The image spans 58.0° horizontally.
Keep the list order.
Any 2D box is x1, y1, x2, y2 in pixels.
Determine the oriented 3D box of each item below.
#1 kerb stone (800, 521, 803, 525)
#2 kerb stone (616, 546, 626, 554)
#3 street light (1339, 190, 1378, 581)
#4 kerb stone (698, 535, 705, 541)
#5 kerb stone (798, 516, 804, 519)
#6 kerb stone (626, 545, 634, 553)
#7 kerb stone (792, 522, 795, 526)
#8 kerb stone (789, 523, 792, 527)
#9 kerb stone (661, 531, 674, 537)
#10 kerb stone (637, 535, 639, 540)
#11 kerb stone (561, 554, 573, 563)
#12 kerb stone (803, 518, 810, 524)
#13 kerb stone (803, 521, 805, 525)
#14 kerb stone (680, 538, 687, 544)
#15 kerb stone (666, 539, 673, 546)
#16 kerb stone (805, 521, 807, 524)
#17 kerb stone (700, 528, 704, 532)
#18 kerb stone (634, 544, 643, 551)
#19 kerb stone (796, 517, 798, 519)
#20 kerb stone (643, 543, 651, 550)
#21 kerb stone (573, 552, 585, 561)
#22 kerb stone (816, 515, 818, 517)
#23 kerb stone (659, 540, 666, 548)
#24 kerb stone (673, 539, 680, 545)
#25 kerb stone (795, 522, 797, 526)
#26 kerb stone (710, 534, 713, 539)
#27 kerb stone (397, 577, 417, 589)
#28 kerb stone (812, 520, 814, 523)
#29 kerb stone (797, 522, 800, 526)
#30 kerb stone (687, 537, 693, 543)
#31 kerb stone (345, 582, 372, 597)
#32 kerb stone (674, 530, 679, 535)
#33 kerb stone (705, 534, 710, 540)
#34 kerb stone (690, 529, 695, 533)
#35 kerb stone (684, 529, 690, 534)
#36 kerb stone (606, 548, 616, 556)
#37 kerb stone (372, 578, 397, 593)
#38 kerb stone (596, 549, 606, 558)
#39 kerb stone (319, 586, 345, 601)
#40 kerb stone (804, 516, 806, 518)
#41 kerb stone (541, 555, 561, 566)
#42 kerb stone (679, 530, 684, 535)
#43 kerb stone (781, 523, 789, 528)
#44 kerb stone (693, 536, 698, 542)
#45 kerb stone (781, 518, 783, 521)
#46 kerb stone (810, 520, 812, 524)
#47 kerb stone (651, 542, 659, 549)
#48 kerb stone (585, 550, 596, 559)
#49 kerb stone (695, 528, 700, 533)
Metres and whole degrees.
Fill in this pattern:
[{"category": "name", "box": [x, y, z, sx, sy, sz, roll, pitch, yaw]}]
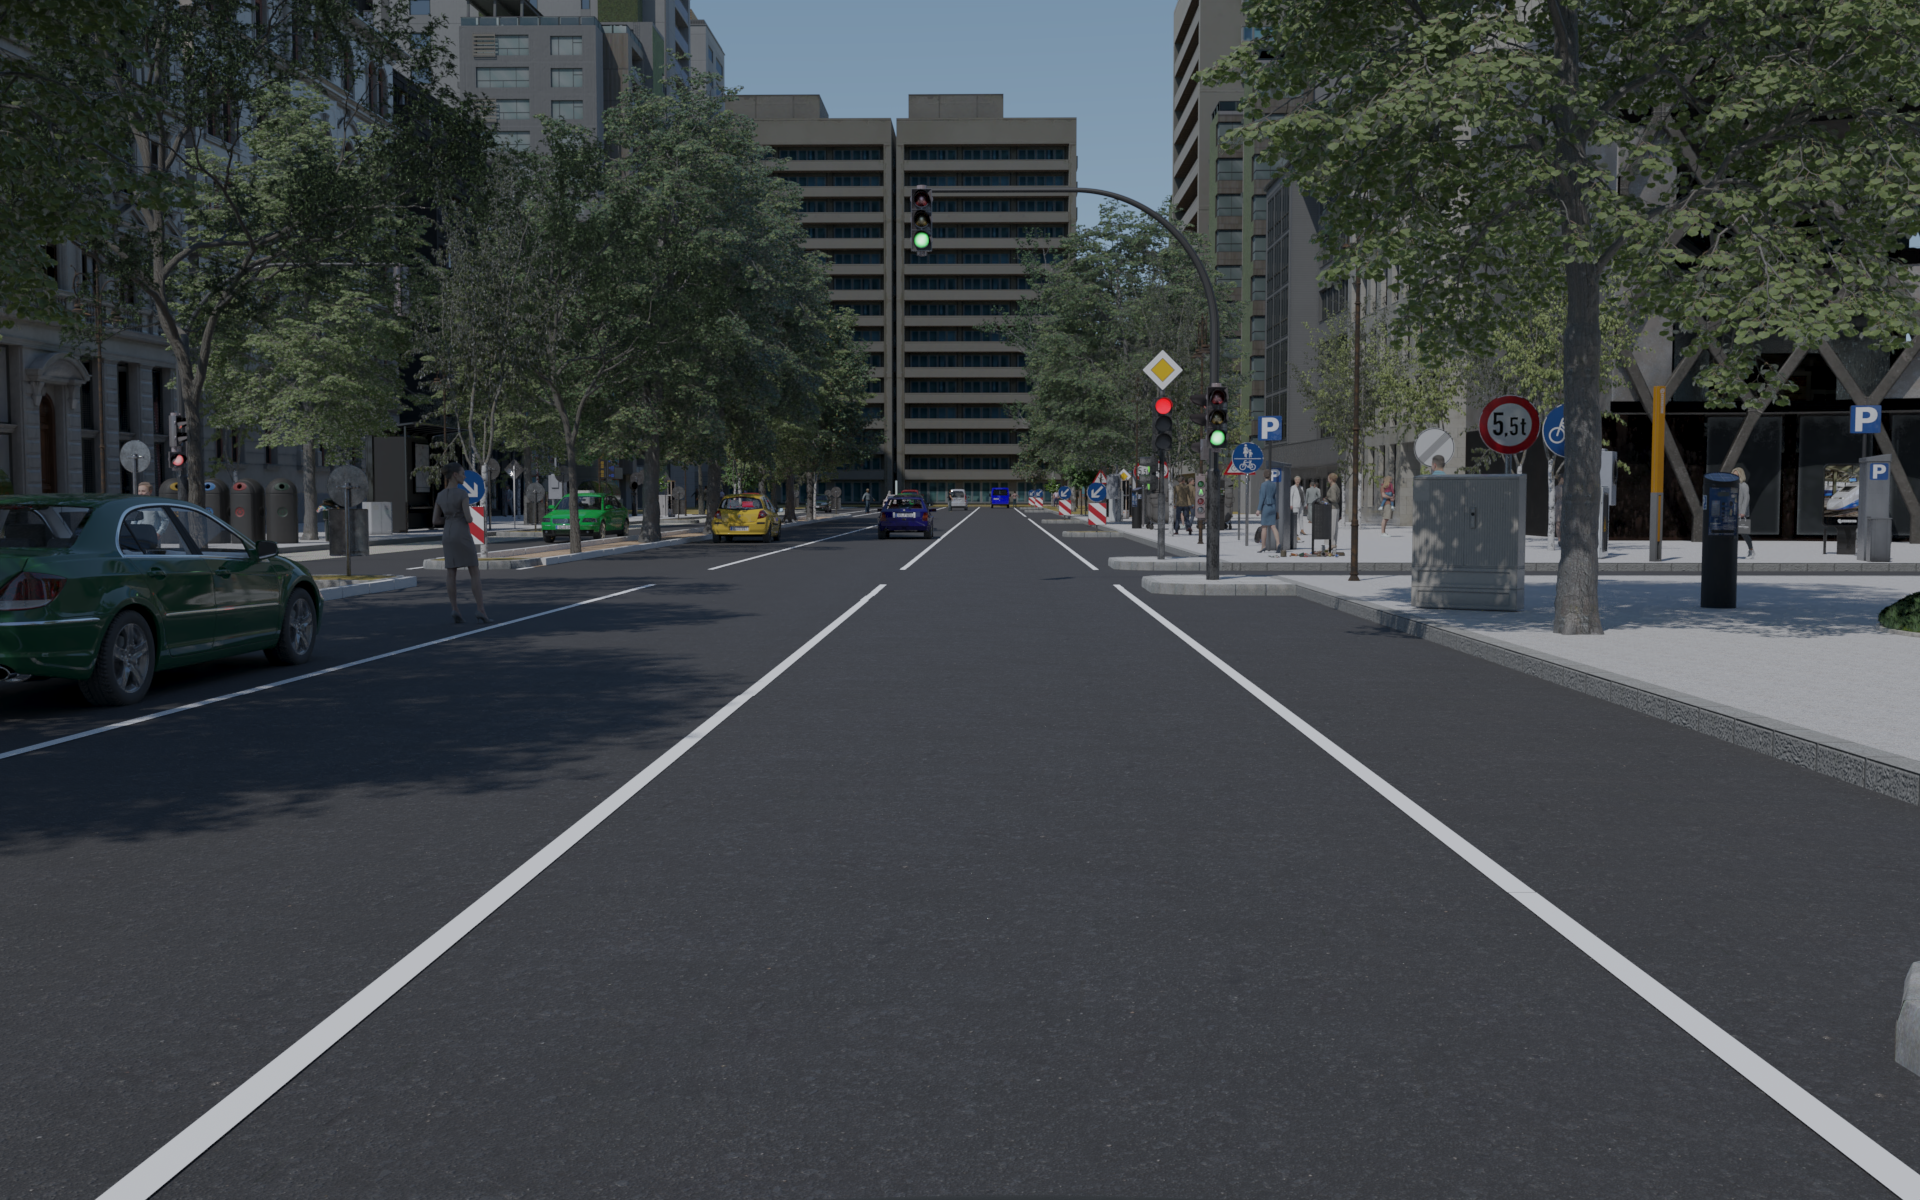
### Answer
[{"category": "kerb stone", "box": [-7.428, -3.491, 79.272, 0.120, 0.150, 1.000, 0, 4, 1]}, {"category": "kerb stone", "box": [-8.208, -1.172, 41.355, 0.120, 0.150, 1.000, 0, 4, 1]}, {"category": "street light", "box": [5.823, -3.219, 25.415, 0.468, 5.910, 1.993, 0, 4, 1]}, {"category": "kerb stone", "box": [-7.982, -1.861, 52.617, 0.120, 0.150, 1.000, 0, 4, 1]}, {"category": "kerb stone", "box": [-9.134, -4.685, 98.796, 0.120, 0.150, 1.000, 0, 4, 1]}, {"category": "kerb stone", "box": [-8.202, -1.232, 42.379, 0.120, 0.150, 1.000, 0, 4, 1]}, {"category": "kerb stone", "box": [-7.499, -3.302, 76.207, 0.120, 0.150, 1.000, 0, 4, 1]}, {"category": "kerb stone", "box": [-7.514, -3.241, 75.184, 0.120, 0.150, 1.000, 0, 4, 1]}, {"category": "kerb stone", "box": [-9.955, -2.240, 58.818, 0.120, 0.150, 1.000, 0, 4, 1]}, {"category": "kerb stone", "box": [-10.070, -1.925, 53.699, 0.120, 0.150, 1.000, 0, 4, 1]}, {"category": "kerb stone", "box": [-8.326, -0.855, 36.238, 0.120, 0.150, 1.000, 0, 4, 1]}, {"category": "kerb stone", "box": [-7.370, -3.679, 82.339, 0.120, 0.150, 1.000, 0, 4, 1]}, {"category": "kerb stone", "box": [-7.411, -3.554, 80.295, 0.120, 0.150, 1.000, 0, 4, 1]}, {"category": "kerb stone", "box": [-8.045, -1.673, 49.547, 0.120, 0.150, 1.000, 0, 4, 1]}, {"category": "kerb stone", "box": [-8.095, -1.548, 47.498, 0.120, 0.150, 1.000, 0, 4, 1]}, {"category": "kerb stone", "box": [-7.394, -3.616, 81.317, 0.120, 0.150, 1.000, 0, 4, 1]}, {"category": "kerb stone", "box": [-9.835, -2.614, 64.976, 0.120, 0.150, 1.000, 0, 4, 1]}, {"category": "kerb stone", "box": [-8.181, -1.298, 43.410, 0.120, 0.150, 1.000, 0, 4, 1]}, {"category": "kerb stone", "box": [-9.194, -4.494, 95.729, 0.120, 0.150, 1.000, 0, 4, 1]}, {"category": "kerb stone", "box": [-8.149, -1.356, 44.432, 0.120, 0.150, 1.000, 0, 4, 1]}, {"category": "kerb stone", "box": [-8.302, -0.915, 37.262, 0.120, 0.150, 1.000, 0, 4, 1]}, {"category": "kerb stone", "box": [-8.943, -5.248, 108.006, 0.120, 0.150, 1.000, 0, 4, 1]}, {"category": "kerb stone", "box": [-8.113, -1.477, 46.476, 0.120, 0.150, 1.000, 0, 4, 1]}, {"category": "kerb stone", "box": [-8.067, -1.610, 48.520, 0.120, 0.150, 1.000, 0, 4, 1]}, {"category": "kerb stone", "box": [-7.479, -3.366, 77.229, 0.120, 0.150, 1.000, 0, 4, 1]}, {"category": "kerb stone", "box": [-7.951, -1.987, 54.680, 0.120, 0.150, 1.000, 0, 4, 1]}, {"category": "kerb stone", "box": [-8.524, -0.260, 26.446, 0.120, 0.150, 1.000, 0, 4, 1]}, {"category": "kerb stone", "box": [-7.326, -3.801, 84.393, 0.120, 0.150, 1.000, 0, 4, 1]}, {"category": "kerb stone", "box": [-7.452, -3.428, 78.251, 0.120, 0.150, 1.000, 0, 4, 1]}, {"category": "kerb stone", "box": [-8.031, -1.722, 50.570, 0.120, 0.150, 1.000, 0, 4, 1]}, {"category": "kerb stone", "box": [-8.564, -0.133, 24.399, 0.120, 0.150, 1.000, 0, 4, 1]}, {"category": "kerb stone", "box": [-9.934, -2.298, 59.840, 0.120, 0.150, 1.000, 0, 4, 1]}, {"category": "kerb stone", "box": [-7.966, -1.924, 53.652, 0.120, 0.150, 1.000, 0, 4, 1]}, {"category": "kerb stone", "box": [-9.870, -2.491, 62.925, 0.120, 0.150, 1.000, 0, 4, 1]}, {"category": "kerb stone", "box": [-9.899, -2.428, 61.899, 0.120, 0.150, 1.000, 0, 4, 1]}, {"category": "kerb stone", "box": [-8.239, -1.109, 40.333, 0.120, 0.150, 1.000, 0, 4, 1]}, {"category": "kerb stone", "box": [-8.541, -0.196, 25.423, 0.120, 0.150, 1.000, 0, 4, 1]}, {"category": "kerb stone", "box": [-8.263, -1.047, 39.311, 0.120, 0.150, 1.000, 0, 4, 1]}, {"category": "kerb stone", "box": [-8.586, -0.072, 23.373, 0.120, 0.150, 1.000, 0, 4, 1]}, {"category": "kerb stone", "box": [-9.107, -4.748, 99.819, 0.120, 0.150, 1.000, 0, 4, 1]}, {"category": "kerb stone", "box": [-8.350, -0.794, 35.216, 0.120, 0.150, 1.000, 0, 4, 1]}, {"category": "kerb stone", "box": [-9.921, -2.364, 60.862, 0.120, 0.150, 1.000, 0, 4, 1]}, {"category": "kerb stone", "box": [-7.538, -3.178, 74.162, 0.120, 0.150, 1.000, 0, 4, 1]}, {"category": "kerb stone", "box": [-8.013, -1.796, 51.591, 0.120, 0.150, 1.000, 0, 4, 1]}, {"category": "kerb stone", "box": [-9.322, -4.116, 89.585, 0.120, 0.150, 1.000, 0, 4, 1]}, {"category": "kerb stone", "box": [-7.341, -3.733, 83.371, 0.120, 0.150, 1.000, 0, 4, 1]}, {"category": "kerb stone", "box": [-8.137, -1.416, 45.454, 0.120, 0.150, 1.000, 0, 4, 1]}, {"category": "kerb stone", "box": [-8.280, -0.982, 38.288, 0.120, 0.150, 1.000, 0, 4, 1]}, {"category": "kerb stone", "box": [-9.853, -2.553, 63.954, 0.120, 0.150, 1.000, 0, 4, 1]}]
